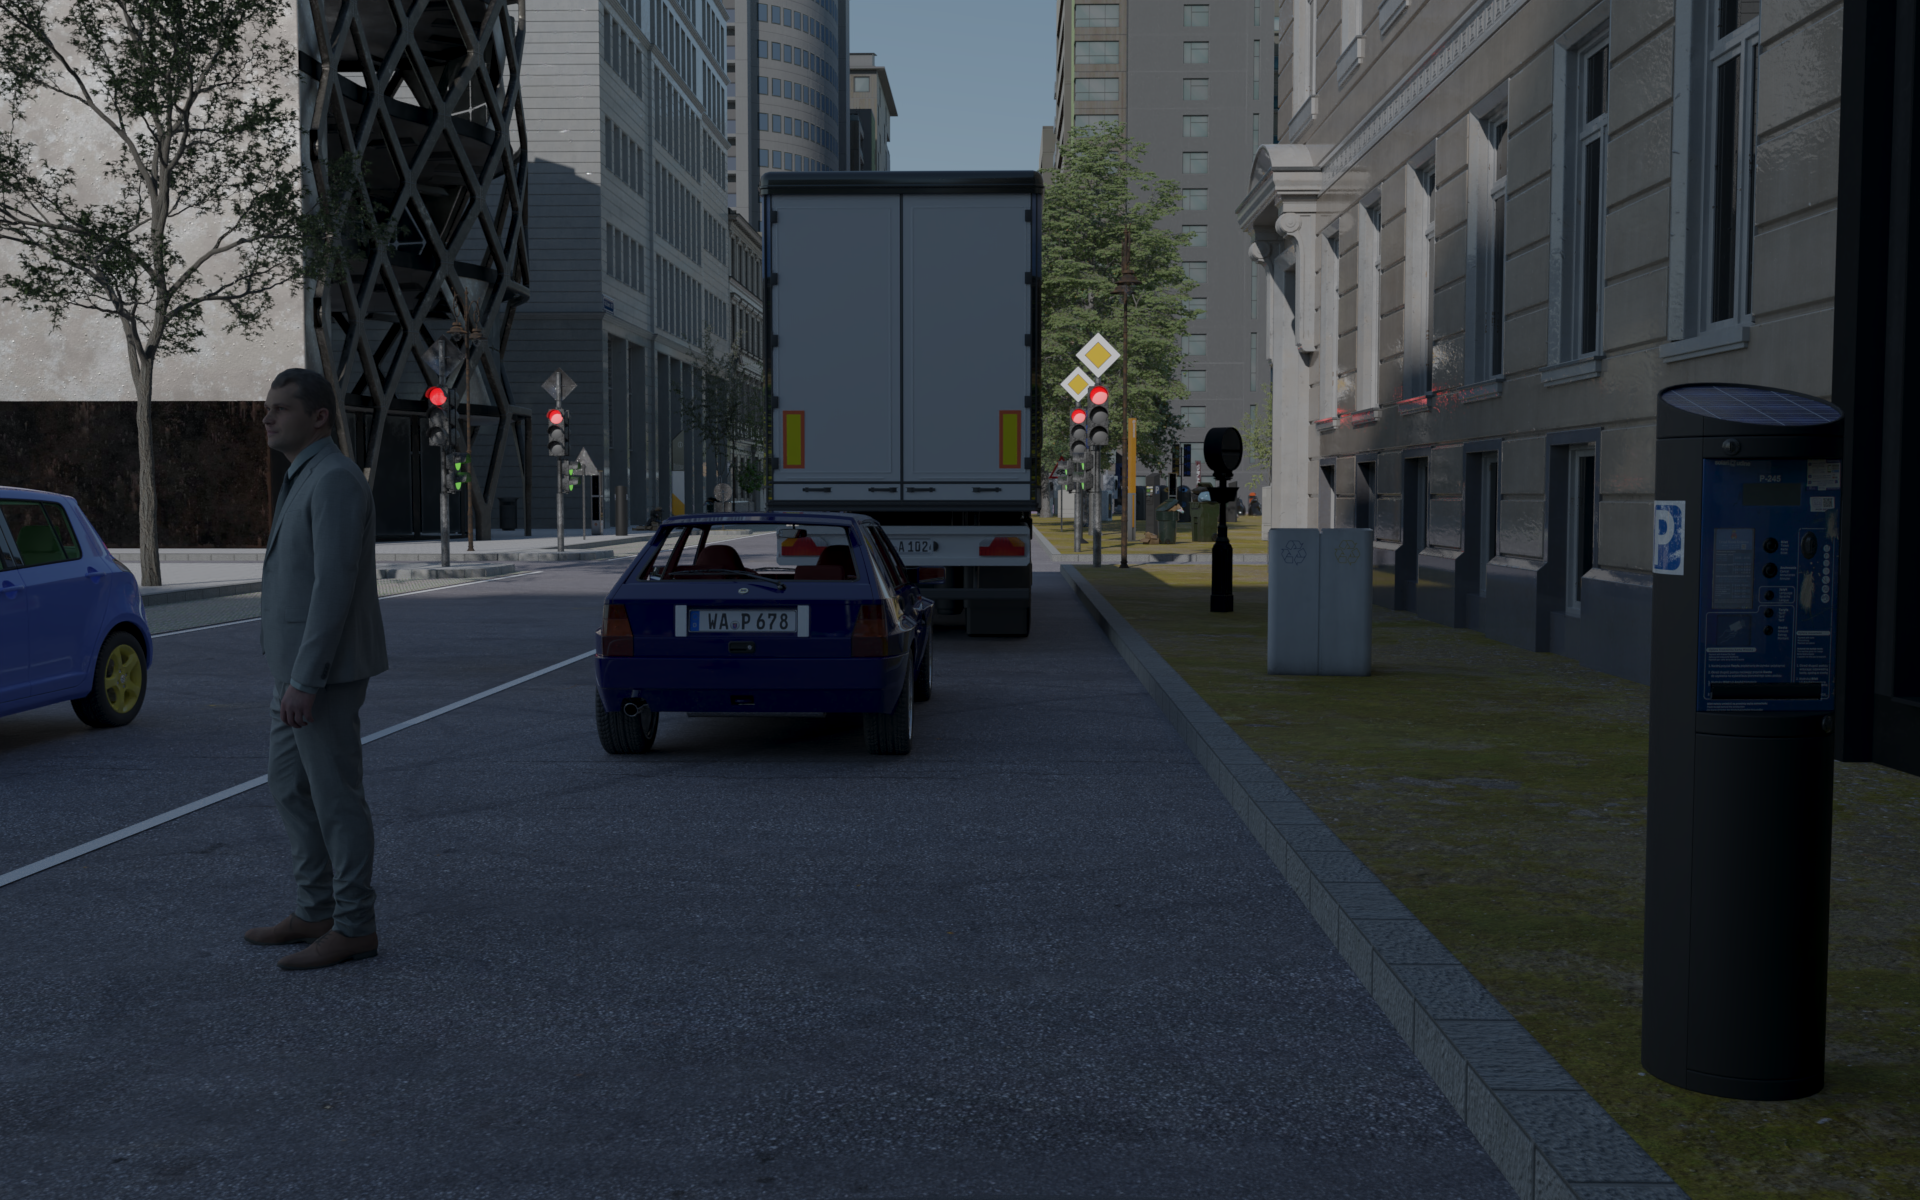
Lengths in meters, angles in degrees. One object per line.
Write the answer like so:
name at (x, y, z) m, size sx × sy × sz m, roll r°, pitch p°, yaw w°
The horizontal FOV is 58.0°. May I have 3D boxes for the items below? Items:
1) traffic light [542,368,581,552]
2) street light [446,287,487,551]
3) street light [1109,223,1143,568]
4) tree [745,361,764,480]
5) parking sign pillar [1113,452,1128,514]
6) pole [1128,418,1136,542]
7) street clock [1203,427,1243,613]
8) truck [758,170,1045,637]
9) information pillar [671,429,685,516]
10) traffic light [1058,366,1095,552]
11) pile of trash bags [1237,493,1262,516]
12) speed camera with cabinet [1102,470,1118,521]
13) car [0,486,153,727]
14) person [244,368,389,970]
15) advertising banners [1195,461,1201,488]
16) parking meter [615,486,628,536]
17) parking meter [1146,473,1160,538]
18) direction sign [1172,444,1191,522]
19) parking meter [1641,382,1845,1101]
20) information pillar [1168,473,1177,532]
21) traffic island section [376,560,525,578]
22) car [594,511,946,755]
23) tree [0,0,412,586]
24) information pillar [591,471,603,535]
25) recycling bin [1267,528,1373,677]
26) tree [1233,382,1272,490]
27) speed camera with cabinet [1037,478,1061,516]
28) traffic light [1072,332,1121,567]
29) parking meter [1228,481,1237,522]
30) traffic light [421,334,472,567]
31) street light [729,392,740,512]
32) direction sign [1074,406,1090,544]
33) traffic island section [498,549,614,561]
traffic light at (-8.878, -3.031, 38.484) m, size 0.839 × 4.253 × 0.868 m, roll 0°, pitch 4°, yaw 1°
street light at (-11.003, -4.036, 38.781) m, size 0.468 × 5.910 × 1.993 m, roll 0°, pitch 4°, yaw 1°
street light at (2.845, -3.491, 29.860) m, size 0.468 × 5.910 × 1.993 m, roll 0°, pitch 4°, yaw 1°
tree at (-9.687, -8.647, 91.743) m, size 4.737 × 8.622 × 4.395 m, roll 0°, pitch 3°, yaw 0°
parking sign pillar at (10.421, -7.396, 109.392) m, size 1.447 × 3.967 × 1.447 m, roll 2°, pitch 4°, yaw 24°
pole at (4.632, -3.230, 46.654) m, size 0.158 × 3.312 × 0.155 m, roll 0°, pitch 3°, yaw 0°
street clock at (2.853, -0.871, 18.810) m, size 0.358 × 2.002 × 0.471 m, roll 3°, pitch 4°, yaw 39°
truck at (-0.345, -1.941, 20.654) m, size 2.839 × 4.237 × 11.283 m, roll 0°, pitch 4°, yaw 2°
information pillar at (-10.191, -4.362, 62.670) m, size 0.504 × 3.616 × 0.183 m, roll -3°, pitch 5°, yaw -40°
traffic light at (2.581, -3.015, 38.219) m, size 0.839 × 4.253 × 0.868 m, roll 0°, pitch 4°, yaw 1°
pile of trash bags at (17.169, -5.710, 103.118) m, size 1.912 × 1.369 × 3.447 m, roll 1°, pitch 4°, yaw 19°
speed camera with cabinet at (6.993, -5.381, 82.311) m, size 0.660 × 3.252 × 2.038 m, roll 1°, pitch 4°, yaw 19°
car at (-6.040, 0.010, 9.422) m, size 1.945 × 1.707 × 3.694 m, roll 0°, pitch 4°, yaw 3°
person at (-1.965, 0.200, 5.325) m, size 0.391 × 1.810 × 0.635 m, roll -2°, pitch 4°, yaw -32°
advertising banners at (12.934, -5.800, 91.012) m, size 0.090 × 3.025 × 2.074 m, roll 3°, pitch 5°, yaw 43°
parking meter at (-10.387, -2.735, 53.129) m, size 0.372 × 1.533 × 0.369 m, roll 0°, pitch 3°, yaw 0°
parking meter at (5.304, -2.565, 47.651) m, size 0.255 × 1.863 × 0.399 m, roll 3°, pitch 4°, yaw 37°
direction sign at (10.003, -5.276, 78.253) m, size 0.876 × 3.537 × 0.379 m, roll 1°, pitch 4°, yaw 23°
parking meter at (1.709, 0.282, 3.793) m, size 0.372 × 1.533 × 0.369 m, roll 0°, pitch 3°, yaw 0°
information pillar at (7.282, -3.356, 59.355) m, size 0.304 × 2.012 × 0.304 m, roll 0°, pitch 4°, yaw 6°
traffic island section at (-9.114, -0.511, 30.637) m, size 2.009 × 0.180 × 2.903 m, roll 0°, pitch 4°, yaw 1°
car at (-1.080, 0.105, 10.871) m, size 1.945 × 1.354 × 3.894 m, roll 0°, pitch 4°, yaw 2°
tree at (-11.428, -5.451, 23.542) m, size 8.767 × 10.594 × 7.601 m, roll 1°, pitch 4°, yaw 20°
information pillar at (-11.360, -3.041, 54.210) m, size 0.304 × 2.012 × 0.304 m, roll 0°, pitch 4°, yaw 6°
recycling bin at (2.603, 0.001, 12.542) m, size 0.722 × 1.027 × 0.722 m, roll 1°, pitch 4°, yaw 11°
tree at (19.697, -9.773, 110.154) m, size 4.737 × 8.622 × 4.395 m, roll 0°, pitch 3°, yaw 0°
speed camera with cabinet at (5.241, -6.558, 101.556) m, size 0.660 × 3.252 × 2.038 m, roll -2°, pitch 4°, yaw -26°
traffic light at (2.384, -2.527, 30.236) m, size 0.839 × 4.253 × 0.868 m, roll 0°, pitch 4°, yaw 1°
parking meter at (12.322, -4.442, 78.341) m, size 0.399 × 1.863 × 0.255 m, roll 2°, pitch 4°, yaw 27°
traffic light at (-9.075, -2.543, 30.502) m, size 0.839 × 4.253 × 0.868 m, roll 0°, pitch 4°, yaw 1°
street light at (-9.997, -6.339, 76.435) m, size 0.468 × 5.910 × 1.993 m, roll 0°, pitch 4°, yaw 1°
direction sign at (3.153, -3.231, 44.830) m, size 0.379 × 3.537 × 0.876 m, roll -1°, pitch 4°, yaw -23°
traffic island section at (-8.917, -0.999, 38.620) m, size 2.009 × 0.180 × 2.903 m, roll 0°, pitch 4°, yaw 1°
